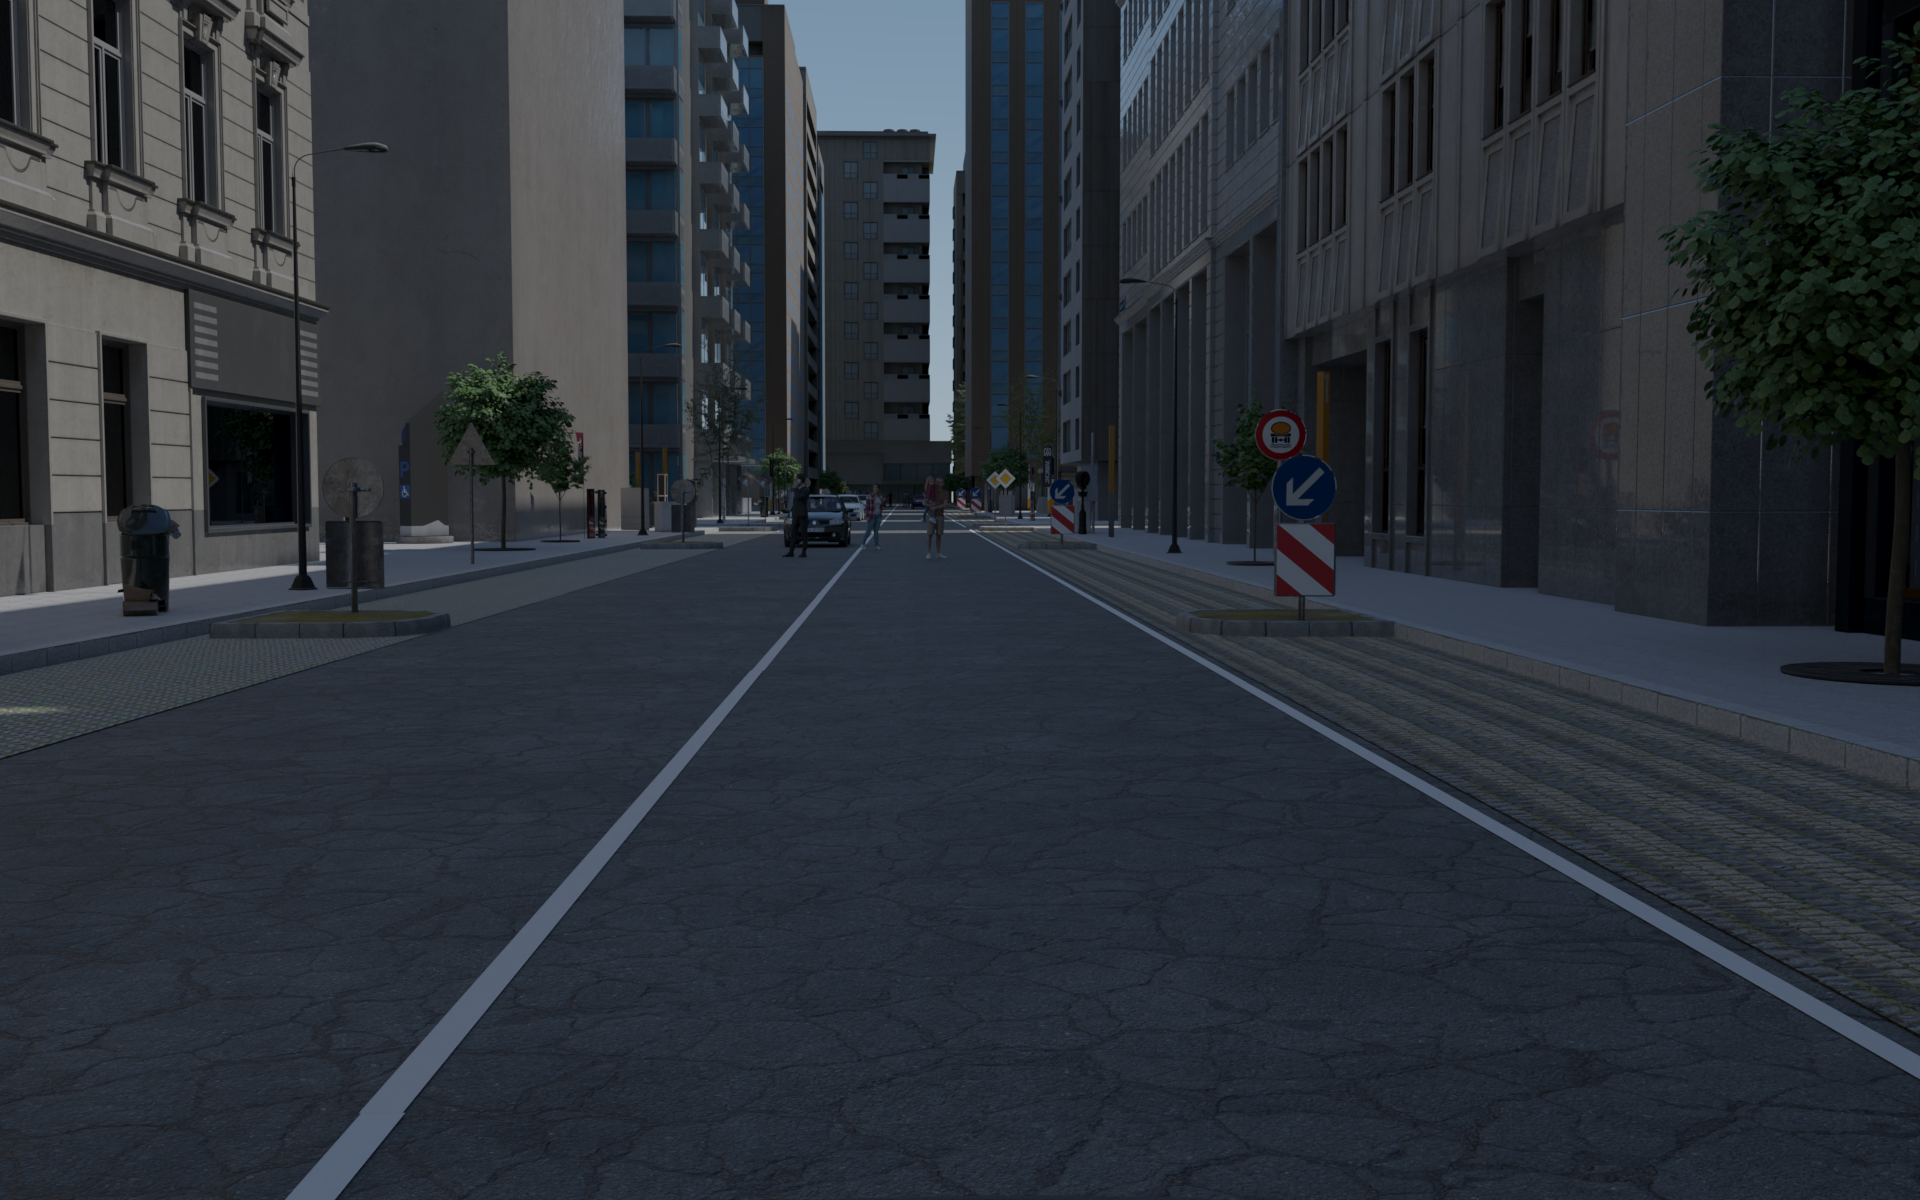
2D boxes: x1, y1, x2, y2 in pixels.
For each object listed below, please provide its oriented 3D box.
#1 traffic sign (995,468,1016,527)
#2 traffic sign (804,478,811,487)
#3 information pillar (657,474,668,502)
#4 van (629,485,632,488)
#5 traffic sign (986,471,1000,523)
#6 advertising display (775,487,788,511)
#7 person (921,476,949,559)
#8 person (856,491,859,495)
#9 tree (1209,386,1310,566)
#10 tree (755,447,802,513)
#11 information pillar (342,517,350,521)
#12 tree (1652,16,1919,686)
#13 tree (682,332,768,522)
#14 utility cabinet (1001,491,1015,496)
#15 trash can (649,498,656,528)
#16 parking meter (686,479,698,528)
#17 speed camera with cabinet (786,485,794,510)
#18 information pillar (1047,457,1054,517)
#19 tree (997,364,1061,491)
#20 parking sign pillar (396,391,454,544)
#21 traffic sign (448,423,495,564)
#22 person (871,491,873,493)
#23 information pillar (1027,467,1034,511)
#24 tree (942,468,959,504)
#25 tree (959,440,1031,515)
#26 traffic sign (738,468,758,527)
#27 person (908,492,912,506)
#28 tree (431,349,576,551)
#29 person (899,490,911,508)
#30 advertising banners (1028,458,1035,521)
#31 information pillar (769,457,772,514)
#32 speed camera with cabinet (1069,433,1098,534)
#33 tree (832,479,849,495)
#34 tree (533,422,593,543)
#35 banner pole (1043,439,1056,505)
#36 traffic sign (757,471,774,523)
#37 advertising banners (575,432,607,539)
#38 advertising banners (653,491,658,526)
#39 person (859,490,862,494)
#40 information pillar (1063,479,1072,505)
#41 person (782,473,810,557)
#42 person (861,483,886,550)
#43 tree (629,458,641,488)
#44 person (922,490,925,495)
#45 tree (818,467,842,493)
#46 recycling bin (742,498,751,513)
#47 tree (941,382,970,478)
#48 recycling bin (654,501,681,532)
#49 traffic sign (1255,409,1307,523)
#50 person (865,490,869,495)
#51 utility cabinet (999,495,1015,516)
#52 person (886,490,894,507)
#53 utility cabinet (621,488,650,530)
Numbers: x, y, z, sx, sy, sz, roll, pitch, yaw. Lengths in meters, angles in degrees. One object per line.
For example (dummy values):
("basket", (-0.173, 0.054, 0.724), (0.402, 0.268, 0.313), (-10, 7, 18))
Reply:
("traffic sign", (1.782, -3.928, 67.869), (0.795, 2.450, 0.064), (0, 4, -2))
("traffic sign", (-12.024, -8.254, 135.057), (0.768, 2.556, 0.104), (0, 4, 1))
("information pillar", (-10.921, -3.615, 63.591), (0.304, 2.012, 0.304), (0, 4, 5))
("van", (-15.345, -3.905, 70.857), (4.112, 2.044, 2.013), (0, 4, -3))
("traffic sign", (1.537, -4.416, 75.850), (0.795, 2.450, 0.064), (0, 4, -2))
("advertising display", (-13.247, -7.546, 128.596), (0.974, 1.923, 0.123), (1, 4, 17))
("person", (-0.580, -1.830, 38.401), (0.573, 1.828, 0.580), (2, 4, 34))
("person", (-9.435, -9.267, 160.739), (0.721, 1.735, 1.217), (2, 4, 30))
("tree", (5.241, -2.250, 31.388), (1.663, 3.219, 1.824), (0, 3, 0))
("tree", (-12.522, -8.310, 119.575), (4.285, 4.588, 4.351), (0, 3, 0))
("information pillar", (-14.854, -2.301, 42.107), (0.304, 2.012, 0.304), (-2, 4, -24))
("tree", (6.503, -1.733, 12.053), (4.285, 4.588, 4.351), (0, 3, 0))
("tree", (-10.851, -7.890, 79.370), (4.360, 8.622, 3.978), (0, 3, 0))
("utility cabinet", (3.266, -6.664, 117.643), (0.318, 1.500, 1.173), (-3, 5, -39))
("trash can", (-11.809, -3.274, 65.180), (0.748, 1.137, 0.748), (0, 3, 0))
("parking meter", (-10.178, -3.676, 65.814), (0.399, 1.863, 0.255), (0, 4, 4))
("speed camera with cabinet", (-13.105, -8.484, 133.044), (0.660, 3.252, 2.038), (1, 4, 19))
("information pillar", (5.051, -6.413, 96.213), (0.504, 3.616, 0.183), (-3, 5, -44))
("tree", (4.328, -9.080, 98.816), (4.737, 8.622, 4.395), (0, 3, 0))
("parking sign pillar", (-13.965, -3.462, 45.076), (1.447, 3.967, 1.447), (2, 4, 29))
("traffic sign", (-8.917, -1.934, 31.619), (0.884, 2.594, 0.081), (0, 4, 5))
("person", (-11.582, -13.370, 227.089), (0.705, 1.826, 1.348), (0, 4, -1))
("information pillar", (5.339, -8.525, 130.738), (0.504, 3.616, 0.183), (-1, 4, -13))
("tree", (0.670, -11.557, 172.676), (4.285, 4.588, 4.351), (0, 3, 0))
("tree", (2.897, -7.861, 112.248), (4.285, 4.588, 4.351), (0, 3, 0))
("traffic sign", (-8.259, -3.911, 67.582), (0.795, 2.450, 0.064), (0, 4, -2))
("person", (-6.018, -12.169, 208.259), (0.742, 1.727, 0.445), (2, 4, 27))
("tree", (-10.407, -3.405, 39.381), (4.285, 4.588, 4.351), (0, 3, 0))
("person", (-5.673, -10.415, 178.865), (1.350, 1.814, 0.705), (0, 4, -1))
("advertising banners", (3.424, -5.302, 82.878), (0.090, 3.025, 2.074), (0, 4, -6))
("information pillar", (-12.041, -7.291, 110.567), (0.183, 3.616, 0.504), (1, 4, 12))
("speed camera with cabinet", (4.009, -3.801, 56.488), (0.660, 3.252, 2.038), (0, 4, -7))
("tree", (-15.224, -14.148, 225.926), (1.663, 3.219, 1.824), (0, 3, 0))
("tree", (-10.541, -3.152, 46.133), (1.663, 3.219, 1.824), (0, 3, 0))
("banner pole", (4.096, -5.413, 78.527), (0.863, 3.779, 0.401), (2, 4, 34))
("traffic sign", (-8.504, -4.399, 75.563), (0.795, 2.450, 0.064), (0, 4, -2))
("advertising banners", (-10.625, -3.283, 49.866), (0.090, 3.025, 2.074), (1, 4, 12))
("advertising banners", (-12.452, -4.350, 67.314), (2.074, 3.025, 0.090), (-1, 4, -10))
("person", (-10.048, -10.106, 173.672), (0.705, 1.831, 1.348), (2, 4, 27))
("information pillar", (5.162, -4.823, 83.342), (0.304, 2.012, 0.304), (-3, 4, -37))
("person", (-3.685, -1.923, 39.298), (0.474, 1.900, 0.648), (-3, 5, -42))
("person", (-2.228, -2.162, 44.680), (0.563, 1.720, 0.643), (-3, 5, -41))
("tree", (-15.338, -5.083, 77.707), (1.663, 3.219, 1.824), (0, 3, 0))
("person", (-4.056, -10.862, 185.955), (0.599, 1.838, 0.709), (0, 4, 1))
("tree", (-15.781, -13.670, 207.225), (4.285, 4.588, 4.351), (0, 3, 0))
("recycling bin", (-14.378, -6.281, 115.254), (0.722, 1.027, 0.722), (-3, 5, -41))
("tree", (1.851, -14.639, 157.467), (7.486, 12.596, 7.792), (0, 3, 0))
("recycling bin", (-9.895, -2.819, 58.646), (0.722, 1.027, 0.722), (-2, 4, -29))
("traffic sign", (4.818, -1.589, 26.092), (0.768, 2.556, 0.104), (0, 4, 4))
("person", (-8.906, -9.629, 166.077), (1.348, 1.807, 0.705), (-2, 4, -27))
("utility cabinet", (2.754, -5.536, 101.677), (1.020, 1.237, 0.306), (3, 5, 43))
("person", (-7.700, -11.160, 190.930), (1.348, 1.831, 0.705), (3, 5, 39))
("utility cabinet", (-11.366, -3.176, 60.612), (1.173, 1.500, 0.318), (3, 5, 39))
